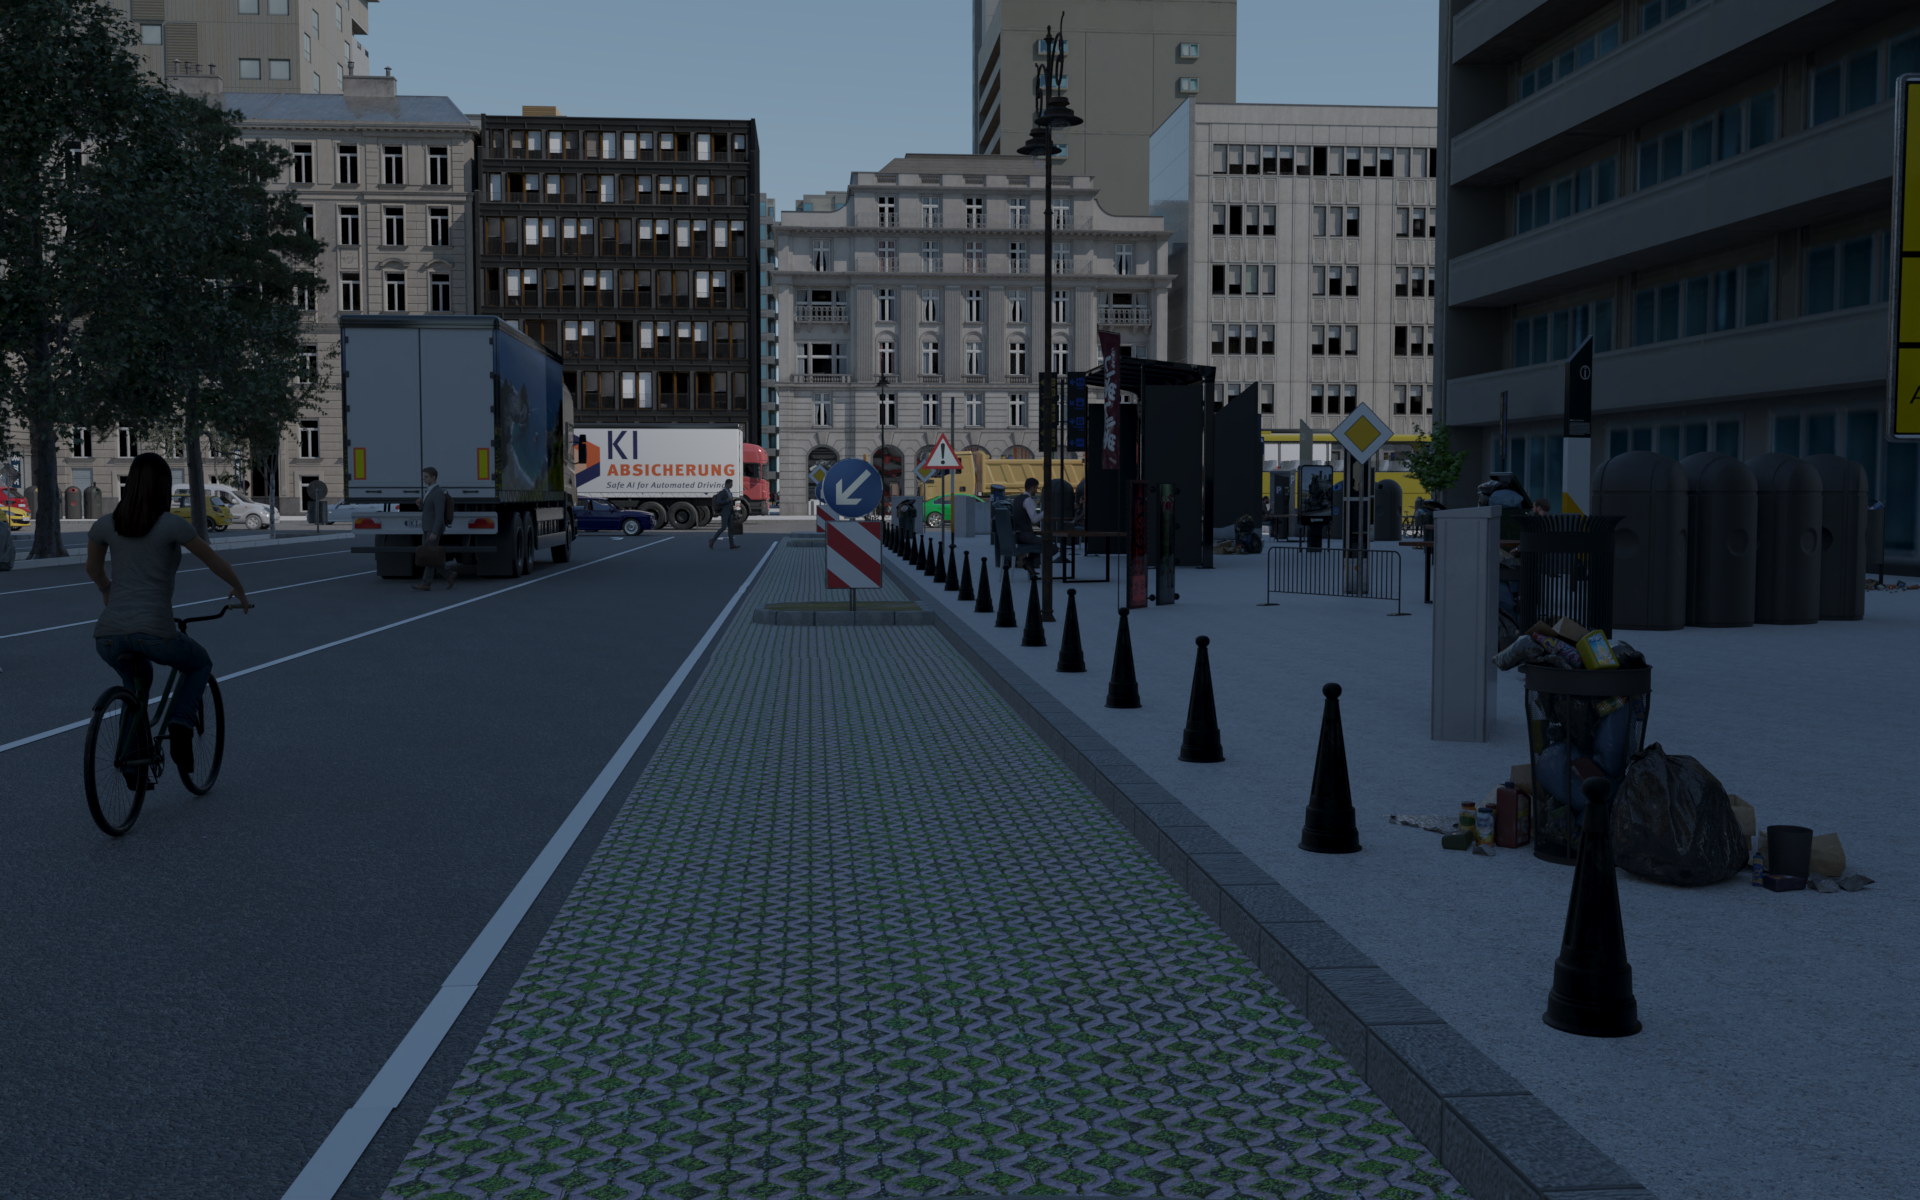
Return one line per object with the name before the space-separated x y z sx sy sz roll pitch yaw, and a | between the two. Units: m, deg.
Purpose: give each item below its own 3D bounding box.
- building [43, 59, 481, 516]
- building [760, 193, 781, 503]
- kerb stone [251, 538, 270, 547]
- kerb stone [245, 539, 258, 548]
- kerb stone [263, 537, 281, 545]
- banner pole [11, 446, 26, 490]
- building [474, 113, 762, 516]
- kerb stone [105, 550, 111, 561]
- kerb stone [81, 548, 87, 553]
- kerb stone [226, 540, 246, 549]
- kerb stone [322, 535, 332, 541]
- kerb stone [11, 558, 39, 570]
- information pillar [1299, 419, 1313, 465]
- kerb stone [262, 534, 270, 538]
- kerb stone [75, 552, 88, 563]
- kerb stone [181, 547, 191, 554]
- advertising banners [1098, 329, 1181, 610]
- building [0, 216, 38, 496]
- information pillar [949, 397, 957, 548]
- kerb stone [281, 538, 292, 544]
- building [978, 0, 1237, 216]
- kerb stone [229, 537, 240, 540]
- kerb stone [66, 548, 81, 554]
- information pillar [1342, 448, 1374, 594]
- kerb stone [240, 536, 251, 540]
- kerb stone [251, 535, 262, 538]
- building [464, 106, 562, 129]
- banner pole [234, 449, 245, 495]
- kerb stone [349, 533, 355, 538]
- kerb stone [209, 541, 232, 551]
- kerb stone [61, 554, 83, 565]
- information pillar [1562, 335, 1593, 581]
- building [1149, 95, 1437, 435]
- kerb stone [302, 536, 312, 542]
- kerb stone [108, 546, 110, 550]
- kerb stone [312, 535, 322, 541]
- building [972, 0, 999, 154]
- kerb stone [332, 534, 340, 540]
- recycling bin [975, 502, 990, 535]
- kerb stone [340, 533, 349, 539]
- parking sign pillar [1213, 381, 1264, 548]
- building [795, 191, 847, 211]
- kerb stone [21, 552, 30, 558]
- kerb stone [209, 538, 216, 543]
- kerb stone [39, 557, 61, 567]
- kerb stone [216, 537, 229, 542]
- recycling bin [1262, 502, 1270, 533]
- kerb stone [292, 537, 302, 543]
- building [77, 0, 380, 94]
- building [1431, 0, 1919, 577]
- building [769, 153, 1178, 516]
building | -40.780 -18.830 105.138 25.104 27.353 12.463 0 4 -5
building | -42.734 -39.760 269.689 30.456 49.044 23.786 0 4 -5
kerb stone | -19.224 -1.547 47.502 0.120 0.150 1.000 0 4 -5
kerb stone | -19.142 -1.479 46.480 0.120 0.150 1.000 0 4 -5
kerb stone | -19.322 -1.611 48.533 0.120 0.150 1.000 0 4 -5
banner pole | -48.563 -6.081 89.449 0.401 3.779 0.863 3 5 43
building | -20.283 -16.889 105.816 15.834 23.373 12.332 0 4 -5
kerb stone | -18.339 -0.922 37.264 0.120 0.150 1.000 0 4 -5
kerb stone | -20.777 -1.159 41.151 0.120 0.150 1.000 0 4 -5
kerb stone | -19.043 -1.422 45.458 0.120 0.150 1.000 0 4 -5
kerb stone | -19.751 -1.923 53.670 0.120 0.150 1.000 0 4 -5
kerb stone | -17.976 -0.671 33.166 0.120 0.150 1.000 0 4 -5
information pillar | 10.734 -3.820 53.810 0.183 3.616 0.504 -3 4 -38
kerb stone | -21.945 -1.972 54.490 0.120 0.150 1.000 0 4 -5
kerb stone | -18.247 -0.856 36.233 0.120 0.150 1.000 0 4 -5
kerb stone | -18.783 -1.235 42.384 0.120 0.150 1.000 0 4 -5
advertising banners | 2.004 -1.418 19.366 0.090 3.025 2.074 2 4 31
building | -62.589 -15.394 100.838 18.267 20.994 9.793 0 4 -5
information pillar | -0.176 -3.066 41.479 0.183 3.616 0.504 0 4 1
kerb stone | -19.405 -1.674 49.566 0.120 0.150 1.000 0 4 -5
building | 13.334 -33.065 164.316 21.300 48.544 21.600 0 4 -5
kerb stone | -21.668 -1.787 51.416 0.120 0.150 1.000 0 4 -5
kerb stone | -20.693 -1.097 40.128 0.120 0.150 1.000 0 4 -5
information pillar | 5.100 -1.088 22.276 0.304 2.012 0.304 0 4 2
kerb stone | -21.757 -1.845 52.439 0.120 0.150 1.000 0 4 -5
kerb stone | -21.854 -1.913 53.467 0.120 0.150 1.000 0 4 -5
building | -72.342 -44.212 264.871 28.212 58.520 21.231 0 4 -5
banner pole | -35.306 -5.808 84.975 0.401 3.779 0.863 1 4 17
kerb stone | -20.019 -2.113 56.738 0.120 0.150 1.000 0 4 -5
kerb stone | -18.962 -1.359 44.429 0.120 0.150 1.000 0 4 -5
kerb stone | -18.160 -0.796 35.210 0.120 0.150 1.000 0 4 -5
information pillar | 9.106 -2.091 25.537 0.504 3.616 0.183 -2 4 -28
building | 22.936 -17.856 109.960 19.932 24.808 12.078 0 4 -5
kerb stone | -19.582 -1.799 51.615 0.120 0.150 1.000 0 4 -5
kerb stone | -20.878 -1.222 42.173 0.120 0.150 1.000 0 4 -5
kerb stone | -19.670 -1.862 52.638 0.120 0.150 1.000 0 4 -5
building | 11.834 -39.575 189.043 21.231 58.520 28.212 0 4 -5
kerb stone | -19.855 -1.987 54.691 0.120 0.150 1.000 0 4 -5
recycling bin | 0.593 -2.588 54.864 0.722 1.027 0.722 -2 4 -31
kerb stone | -19.937 -2.050 55.715 0.120 0.150 1.000 0 4 -5
parking sign pillar | 6.660 -3.270 41.943 1.447 3.967 1.447 3 4 38
building | -11.794 -39.977 273.237 30.456 49.044 23.786 0 4 -5
kerb stone | -20.514 -0.971 38.073 0.120 0.150 1.000 0 4 -5
kerb stone | -21.501 -1.662 49.364 0.120 0.150 1.000 0 4 -5
kerb stone | -18.073 -0.733 34.188 0.120 0.150 1.000 0 4 -5
kerb stone | -21.584 -1.725 50.393 0.120 0.150 1.000 0 4 -5
recycling bin | 10.158 -2.752 57.553 0.722 1.027 0.722 1 4 16
kerb stone | -19.496 -1.736 50.593 0.120 0.150 1.000 0 4 -5
building | -70.488 -34.876 159.457 28.713 52.752 27.495 0 4 -5
building | 23.689 -25.085 33.843 21.300 48.544 21.600 0 4 -5
building | 0.355 -16.292 108.177 24.055 21.916 13.314 0 4 -5
